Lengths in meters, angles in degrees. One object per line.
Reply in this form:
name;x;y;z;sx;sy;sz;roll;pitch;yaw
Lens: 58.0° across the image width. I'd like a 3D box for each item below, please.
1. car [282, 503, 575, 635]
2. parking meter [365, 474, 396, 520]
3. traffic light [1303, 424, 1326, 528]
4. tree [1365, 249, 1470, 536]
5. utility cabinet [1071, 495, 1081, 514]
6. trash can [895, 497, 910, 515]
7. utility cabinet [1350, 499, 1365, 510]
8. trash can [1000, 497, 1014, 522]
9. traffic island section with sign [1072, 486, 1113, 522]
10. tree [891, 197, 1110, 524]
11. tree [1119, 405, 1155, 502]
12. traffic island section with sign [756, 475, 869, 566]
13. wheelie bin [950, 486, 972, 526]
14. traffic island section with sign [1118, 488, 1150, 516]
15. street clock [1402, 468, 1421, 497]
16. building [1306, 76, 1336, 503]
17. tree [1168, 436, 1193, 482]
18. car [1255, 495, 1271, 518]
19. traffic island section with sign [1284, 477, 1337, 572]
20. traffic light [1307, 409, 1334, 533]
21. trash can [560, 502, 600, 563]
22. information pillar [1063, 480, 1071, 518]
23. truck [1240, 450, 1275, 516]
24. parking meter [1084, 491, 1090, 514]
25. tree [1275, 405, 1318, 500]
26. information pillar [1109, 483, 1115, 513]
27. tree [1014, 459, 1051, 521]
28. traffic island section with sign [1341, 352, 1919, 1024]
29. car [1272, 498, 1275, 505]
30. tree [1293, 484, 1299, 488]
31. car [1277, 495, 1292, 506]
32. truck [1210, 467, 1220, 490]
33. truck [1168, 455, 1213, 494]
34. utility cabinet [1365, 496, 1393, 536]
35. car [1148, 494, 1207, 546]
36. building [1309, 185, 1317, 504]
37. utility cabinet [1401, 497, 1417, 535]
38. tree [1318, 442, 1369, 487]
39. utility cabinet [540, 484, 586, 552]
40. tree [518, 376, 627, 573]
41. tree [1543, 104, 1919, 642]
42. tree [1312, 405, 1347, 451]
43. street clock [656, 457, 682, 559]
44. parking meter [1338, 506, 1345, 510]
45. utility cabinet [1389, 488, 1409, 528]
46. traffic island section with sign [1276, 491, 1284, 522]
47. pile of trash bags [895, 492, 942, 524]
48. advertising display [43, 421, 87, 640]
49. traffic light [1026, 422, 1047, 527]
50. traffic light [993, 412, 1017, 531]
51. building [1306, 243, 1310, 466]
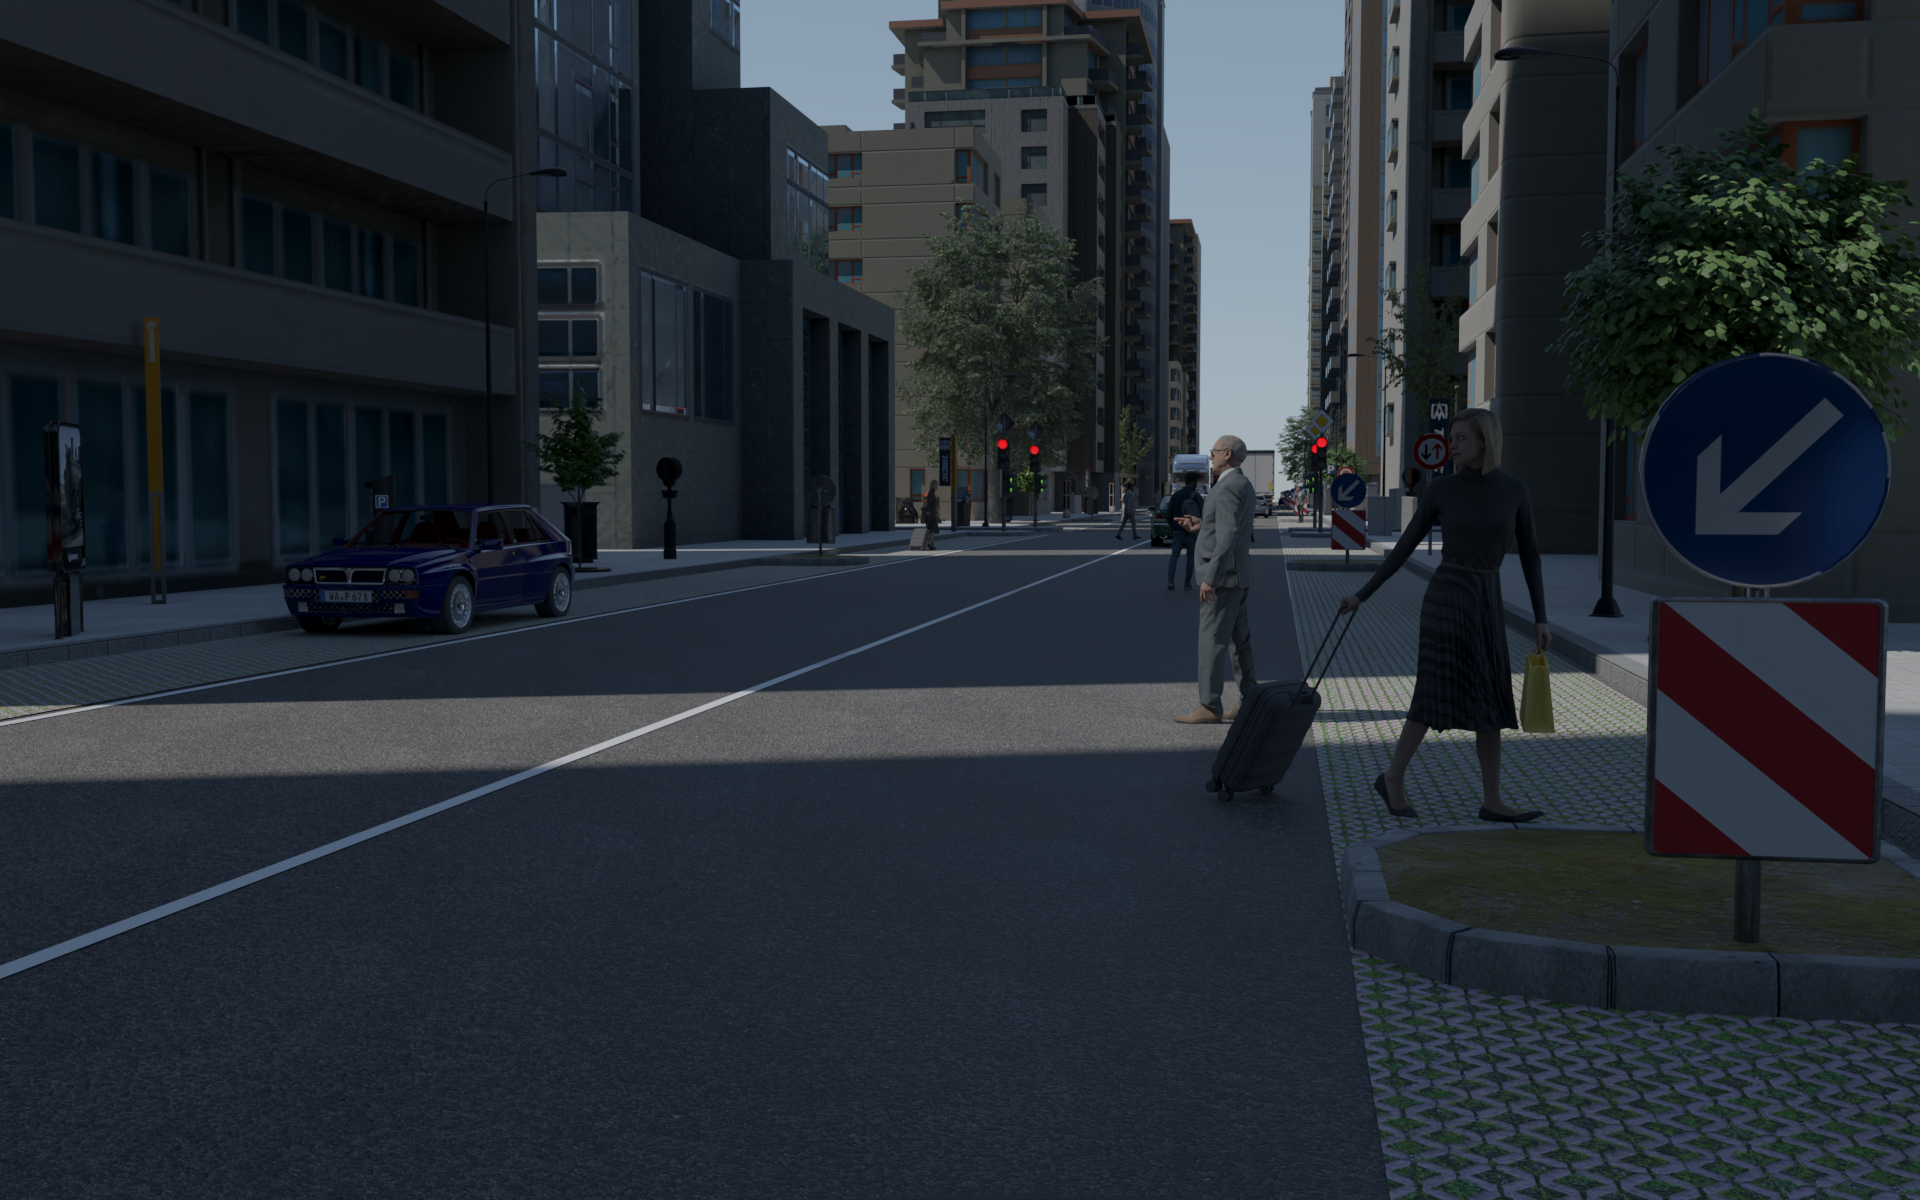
car;-5.676;-0.387;18.907;1.945;1.354;3.894;1;4;11
parking meter;-7.376;-0.835;22.066;0.372;1.533;0.369;0;3;0
traffic light;13.389;-4.673;65.330;0.839;4.253;0.868;1;4;10
tree;14.613;-6.272;52.905;4.737;8.622;4.395;0;3;0
utility cabinet;7.640;-6.308;114.299;0.306;1.237;1.020;2;4;31
trash can;-2.608;-4.101;78.706;0.748;1.137;0.748;0;3;0
utility cabinet;18.788;-4.297;81.410;1.020;1.237;0.306;-3;4;-37
trash can;2.085;-4.116;78.947;0.748;1.137;0.748;0;3;0
traffic island section with sign;6.841;-4.923;89.114;1.989;1.847;2.006;1;4;10
tree;1.608;-10.317;75.334;9.857;13.997;8.962;0;3;0
tree;13.239;-11.531;138.898;4.737;8.622;4.395;0;3;0
traffic island section with sign;-2.920;-1.624;35.175;1.989;1.847;2.006;1;4;10
wheelie bin;0.049;-3.738;69.020;0.980;1.594;0.693;3;4;38
traffic island section with sign;11.650;-6.545;115.638;1.989;1.847;2.006;1;4;10
street clock;12.404;-2.634;47.639;0.471;2.002;0.358;0;4;-5
building;61.025;-43.294;249.849;21.231;58.520;28.212;1;4;10
tree;27.728;-16.359;217.839;4.360;8.622;3.978;0;3;0
car;17.653;-5.631;104.064;2.014;1.417;4.499;1;4;9
traffic island section with sign;7.184;-1.472;32.688;1.989;1.847;2.006;1;4;10
traffic light;11.967;-4.193;57.472;0.839;4.253;0.868;1;4;10
trash can;-7.077;-1.264;32.319;0.748;1.137;0.748;0;3;0
information pillar;5.670;-5.356;92.055;0.304;2.012;0.304;-2;4;-32
truck;19.590;-7.751;115.642;2.839;4.237;11.283;1;4;9
parking meter;8.270;-6.397;113.002;0.372;1.533;0.369;0;3;0
tree;43.912;-18.480;220.280;7.486;12.596;7.792;0;3;0
information pillar;10.346;-6.923;117.685;0.304;2.012;0.304;2;4;29
tree;3.213;-5.340;81.918;1.663;3.219;1.824;0;3;0
traffic island section with sign;2.288;0.182;5.654;1.989;1.847;2.006;1;4;10
car;26.893;-8.870;154.057;2.155;1.783;4.494;1;4;11
tree;56.397;-18.053;289.772;1.663;3.219;1.824;0;3;0
car;36.481;-11.086;193.837;1.945;1.354;3.894;1;4;10
truck;27.914;-11.954;184.356;2.839;4.237;11.283;1;4;10
truck;16.682;-8.184;123.563;2.967;4.110;18.799;1;4;9
utility cabinet;12.959;-2.585;53.427;0.306;1.237;1.020;-1;4;-17
car;6.330;-2.253;48.640;2.131;1.459;4.920;1;4;9
building;53.671;-33.435;230.251;14.154;41.232;14.086;1;4;10
utility cabinet;11.390;-2.001;43.876;0.306;1.237;1.020;1;4;20
tree;23.531;-7.556;107.257;4.285;4.588;4.351;0;3;0
utility cabinet;-8.643;-1.750;37.295;0.318;1.500;1.173;3;5;44
tree;-6.225;-2.075;28.521;1.663;3.219;1.824;0;3;0
tree;6.656;-1.892;14.642;4.285;4.588;4.351;0;3;0
tree;31.260;-11.883;144.655;4.360;8.622;3.978;0;3;0
street clock;-5.717;-1.805;34.086;0.471;2.002;0.358;2;4;26
parking meter;22.586;-5.929;102.643;0.399;1.863;0.255;3;5;45
utility cabinet;16.435;-3.440;64.921;0.318;1.500;1.173;3;4;38
traffic island section with sign;17.143;-4.840;87.756;1.989;1.847;2.006;1;4;10
pile of trash bags;-1.664;-4.031;75.658;1.912;1.369;3.447;1;4;11
advertising display;-8.074;-0.638;15.650;0.123;1.923;0.974;-1;4;-15
traffic light;2.944;-4.788;67.197;0.839;4.253;0.868;1;4;10
traffic light;1.522;-4.307;59.339;0.839;4.253;0.868;1;4;10
building;67.095;-38.142;278.238;22.147;44.769;28.867;1;4;10
